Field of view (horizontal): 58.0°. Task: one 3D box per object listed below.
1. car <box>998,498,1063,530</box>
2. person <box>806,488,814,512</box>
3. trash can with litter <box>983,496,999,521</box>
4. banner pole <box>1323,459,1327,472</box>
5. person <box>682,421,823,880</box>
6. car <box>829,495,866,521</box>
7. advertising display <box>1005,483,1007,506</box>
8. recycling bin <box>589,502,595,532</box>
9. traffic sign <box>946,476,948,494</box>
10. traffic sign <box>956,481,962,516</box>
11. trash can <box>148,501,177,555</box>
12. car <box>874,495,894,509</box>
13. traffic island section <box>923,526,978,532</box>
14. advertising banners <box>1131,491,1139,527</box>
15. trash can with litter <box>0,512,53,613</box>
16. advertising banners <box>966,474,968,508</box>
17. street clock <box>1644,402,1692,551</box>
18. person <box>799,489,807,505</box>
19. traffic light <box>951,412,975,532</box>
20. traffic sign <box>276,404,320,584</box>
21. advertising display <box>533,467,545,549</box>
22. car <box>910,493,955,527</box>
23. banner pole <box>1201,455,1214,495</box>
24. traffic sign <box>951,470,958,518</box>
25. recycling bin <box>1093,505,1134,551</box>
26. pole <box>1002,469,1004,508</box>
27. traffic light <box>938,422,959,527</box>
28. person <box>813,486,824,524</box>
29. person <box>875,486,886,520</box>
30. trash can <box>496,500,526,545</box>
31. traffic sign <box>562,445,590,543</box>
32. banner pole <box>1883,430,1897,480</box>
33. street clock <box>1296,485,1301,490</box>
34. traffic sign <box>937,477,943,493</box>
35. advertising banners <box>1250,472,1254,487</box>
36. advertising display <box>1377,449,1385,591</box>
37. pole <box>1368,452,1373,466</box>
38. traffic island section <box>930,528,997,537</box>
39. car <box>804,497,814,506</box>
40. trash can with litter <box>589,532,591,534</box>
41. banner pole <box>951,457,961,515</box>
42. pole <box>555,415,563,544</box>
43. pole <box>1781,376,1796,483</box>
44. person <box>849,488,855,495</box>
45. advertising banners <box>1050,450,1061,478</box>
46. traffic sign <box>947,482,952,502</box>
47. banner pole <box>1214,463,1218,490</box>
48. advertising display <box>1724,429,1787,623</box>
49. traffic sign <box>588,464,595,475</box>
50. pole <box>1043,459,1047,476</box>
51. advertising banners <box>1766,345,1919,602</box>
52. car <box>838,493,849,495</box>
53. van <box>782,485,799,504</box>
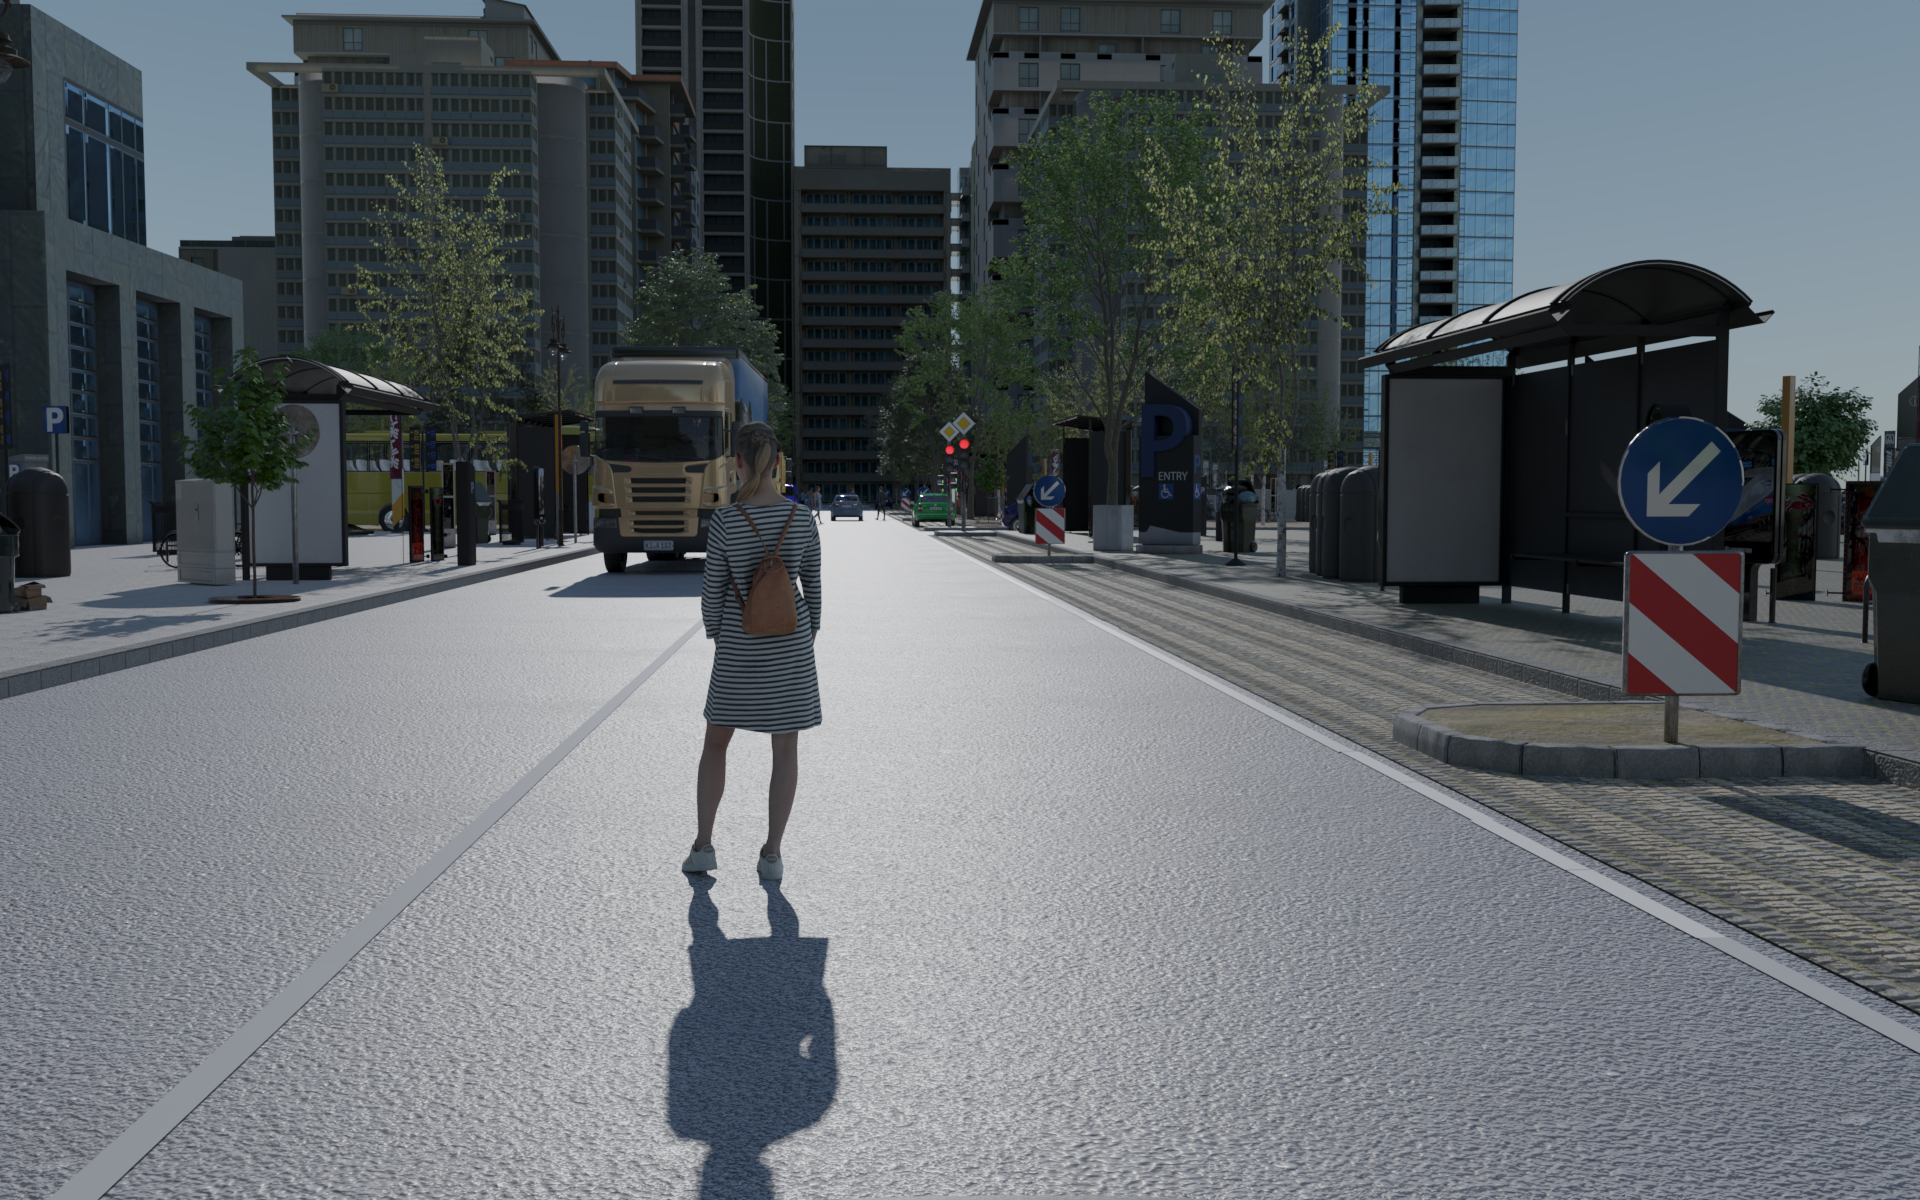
[{"bbox_3d":[3.355,-3.045,62.373,3.894,1.354,1.945,0,4,-3],"label":"car"},{"bbox_3d":[-10.439,-6.844,120.197,0.655,1.846,0.447,-1,4,-12],"label":"person"},{"bbox_3d":[1.996,-4.498,84.599,2.233,1.210,1.678,0,4,-6],"label":"trash can with litter"},{"bbox_3d":[23.396,-7.335,109.947,0.863,3.779,0.401,-2,4,-25],"label":"banner pole"},{"bbox_3d":[-0.751,0.185,6.478,0.512,1.701,0.522,-2,4,-23],"label":"person"},{"bbox_3d":[-6.124,-5.009,93.894,2.014,1.417,4.499,0,4,-3],"label":"car"},{"bbox_3d":[2.540,-4.700,82.061,0.974,1.923,0.123,3,4,37],"label":"advertising display"},{"bbox_3d":[-12.749,-2.789,58.153,0.722,1.027,0.722,1,4,20],"label":"recycling bin"},{"bbox_3d":[-0.925,-7.402,121.021,0.884,2.594,0.081,0,4,-1],"label":"traffic sign"},{"bbox_3d":[-0.225,-6.300,103.109,0.768,2.556,0.104,0,4,1],"label":"traffic sign"},{"bbox_3d":[-16.787,-1.531,36.693,0.748,1.137,0.748,0,3,0],"label":"trash can"},{"bbox_3d":[-7.242,-9.297,164.589,1.945,1.354,3.894,0,4,-2],"label":"car"},{"bbox_3d":[-0.392,-2.756,67.341,2.009,0.180,2.903,0,4,-4],"label":"traffic island section"},{"bbox_3d":[7.500,-4.350,67.310,2.074,3.025,0.090,-1,4,-14],"label":"advertising banners"},{"bbox_3d":[-10.454,-0.457,18.857,0.624,1.170,1.055,0,4,7],"label":"trash can with litter"},{"bbox_3d":[0.411,-5.868,92.125,0.090,3.025,2.074,0,4,4],"label":"advertising banners"},{"bbox_3d":[5.579,-0.558,13.687,0.358,2.002,0.471,0,4,3],"label":"street clock"},{"bbox_3d":[-13.327,-8.475,147.044,1.348,1.826,0.705,3,4,36],"label":"person"},{"bbox_3d":[0.107,-4.302,59.258,0.839,4.253,0.868,0,4,-4],"label":"traffic light"},{"bbox_3d":[-9.476,-1.500,24.638,0.768,2.556,0.104,0,4,2],"label":"traffic sign"},{"bbox_3d":[-9.967,-2.191,41.044,0.123,1.923,0.974,0,4,-6],"label":"advertising display"},{"bbox_3d":[-1.193,-4.121,76.177,1.959,1.807,4.718,0,4,-4],"label":"car"},{"bbox_3d":[15.707,-7.439,111.641,0.863,3.779,0.401,-2,4,-29],"label":"banner pole"},{"bbox_3d":[-0.245,-5.706,93.393,0.768,2.556,0.104,0,4,3],"label":"traffic sign"},{"bbox_3d":[3.488,-1.642,39.398,0.722,1.027,0.722,2,4,29],"label":"recycling bin"},{"bbox_3d":[3.512,-9.066,142.067,0.158,3.312,0.155,0,3,0],"label":"pole"},{"bbox_3d":[-0.433,-4.789,67.225,0.839,4.253,0.868,0,4,-4],"label":"traffic light"},{"bbox_3d":[-6.816,-4.511,82.347,0.778,1.811,0.616,2,4,26],"label":"person"},{"bbox_3d":[-4.359,-5.302,94.966,0.659,1.850,0.755,-3,4,-39],"label":"person"},{"bbox_3d":[-11.295,-1.954,43.594,0.748,1.137,0.748,0,3,0],"label":"trash can"},{"bbox_3d":[-10.050,-2.758,45.207,0.768,2.556,0.104,0,4,-1],"label":"traffic sign"},{"bbox_3d":[32.301,-4.280,59.993,0.401,3.779,0.863,-1,4,-19],"label":"banner pole"},{"bbox_3d":[25.808,-7.791,131.956,0.471,2.002,0.358,1,4,13],"label":"street clock"},{"bbox_3d":[-1.304,-7.372,120.636,0.768,2.556,0.104,0,4,4],"label":"traffic sign"},{"bbox_3d":[23.951,-8.751,139.269,2.074,3.025,0.090,-3,5,-42],"label":"advertising banners"},{"bbox_3d":[5.995,-1.078,22.835,0.974,1.923,0.123,0,4,-4],"label":"advertising display"},{"bbox_3d":[19.986,-5.538,84.383,0.158,3.312,0.155,0,3,0],"label":"pole"},{"bbox_3d":[0.148,-2.269,59.374,2.009,0.180,2.903,0,4,-4],"label":"traffic island section"},{"bbox_3d":[-17.913,-12.188,208.870,1.945,1.707,3.694,0,4,-4],"label":"car"},{"bbox_3d":[-11.837,-2.758,56.144,1.678,1.210,2.233,1,4,21],"label":"trash can with litter"},{"bbox_3d":[-0.169,-6.977,104.096,0.863,3.779,0.401,1,4,19],"label":"banner pole"},{"bbox_3d":[-10.303,-3.099,44.512,0.158,3.312,0.155,0,3,0],"label":"pole"},{"bbox_3d":[14.290,-2.208,29.946,0.158,3.312,0.155,0,3,0],"label":"pole"},{"bbox_3d":[-7.330,-6.734,118.560,0.622,1.834,0.822,2,4,27],"label":"person"},{"bbox_3d":[4.274,-4.380,67.806,0.090,3.025,2.074,-3,5,-43],"label":"advertising banners"},{"bbox_3d":[-0.571,-7.226,118.155,0.884,2.594,0.081,0,4,-1],"label":"traffic sign"},{"bbox_3d":[17.853,-8.080,122.126,0.863,3.779,0.401,-1,4,-22],"label":"banner pole"},{"bbox_3d":[7.947,-0.758,17.602,0.123,1.923,0.974,-1,4,-21],"label":"advertising display"},{"bbox_3d":[-10.191,-3.025,49.468,0.884,2.594,0.081,0,4,6],"label":"traffic sign"},{"bbox_3d":[4.850,-6.449,99.290,0.158,3.312,0.155,0,3,0],"label":"pole"},{"bbox_3d":[10.736,-1.488,20.525,2.074,3.025,0.090,1,4,23],"label":"advertising banners"},{"bbox_3d":[-13.030,-11.253,193.581,1.945,1.707,3.694,0,4,-3],"label":"car"},{"bbox_3d":[-11.337,-6.483,110.386,2.240,2.365,5.245,0,4,-3],"label":"van"}]
